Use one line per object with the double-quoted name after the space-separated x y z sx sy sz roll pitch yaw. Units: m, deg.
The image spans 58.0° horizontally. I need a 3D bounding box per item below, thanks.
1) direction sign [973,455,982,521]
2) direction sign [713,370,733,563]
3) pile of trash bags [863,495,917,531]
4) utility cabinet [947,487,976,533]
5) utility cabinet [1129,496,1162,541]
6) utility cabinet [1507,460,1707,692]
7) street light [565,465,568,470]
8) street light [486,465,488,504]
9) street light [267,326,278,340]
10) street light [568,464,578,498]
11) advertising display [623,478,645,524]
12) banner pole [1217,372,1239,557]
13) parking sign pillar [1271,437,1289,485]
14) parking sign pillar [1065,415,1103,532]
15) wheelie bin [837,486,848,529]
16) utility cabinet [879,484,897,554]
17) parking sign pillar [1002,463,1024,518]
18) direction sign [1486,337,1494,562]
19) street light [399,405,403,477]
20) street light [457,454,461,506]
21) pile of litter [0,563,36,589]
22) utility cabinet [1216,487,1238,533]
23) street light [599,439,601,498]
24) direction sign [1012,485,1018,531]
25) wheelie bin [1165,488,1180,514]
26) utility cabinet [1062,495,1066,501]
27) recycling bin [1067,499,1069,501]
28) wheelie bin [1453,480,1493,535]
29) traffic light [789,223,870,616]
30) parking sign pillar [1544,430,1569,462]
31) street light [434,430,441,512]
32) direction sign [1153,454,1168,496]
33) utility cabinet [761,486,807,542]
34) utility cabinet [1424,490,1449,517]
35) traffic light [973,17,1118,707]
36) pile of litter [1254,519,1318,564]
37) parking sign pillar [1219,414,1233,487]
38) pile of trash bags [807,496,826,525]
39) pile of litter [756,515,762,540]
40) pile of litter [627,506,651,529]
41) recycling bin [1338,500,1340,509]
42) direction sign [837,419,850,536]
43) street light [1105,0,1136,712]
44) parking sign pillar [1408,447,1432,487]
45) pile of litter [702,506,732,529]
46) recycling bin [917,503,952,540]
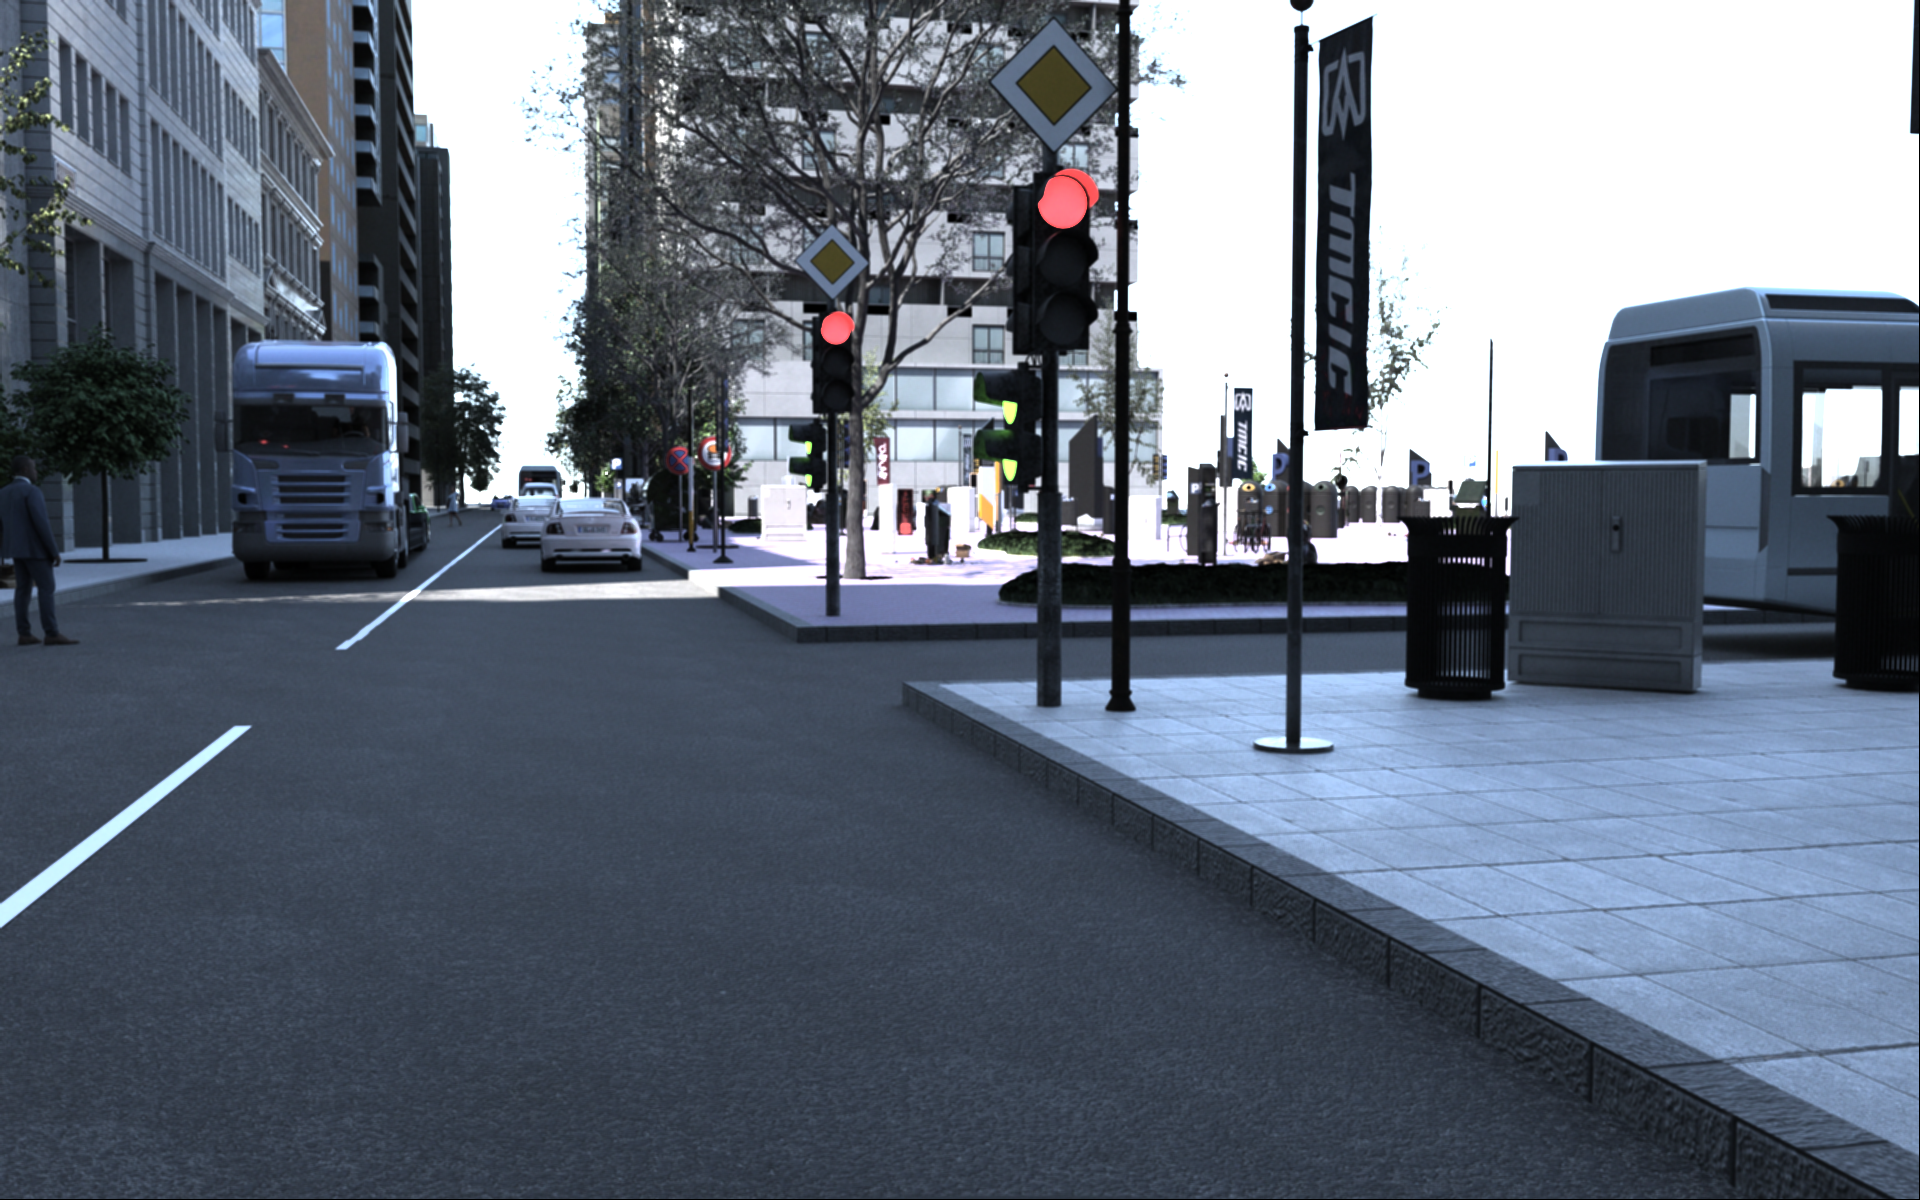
1.030 -5.546 82.679 0.876 3.537 0.379 1 4 22 "direction sign"
-4.417 -2.459 32.200 0.379 3.537 0.876 0 4 6 "direction sign"
-2.457 -3.134 60.991 3.447 1.369 1.912 -3 4 -38 "pile of trash bags"
0.039 -2.963 57.120 0.318 1.500 1.173 -3 4 -36 "utility cabinet"
5.122 -2.259 48.093 0.306 1.237 1.020 -3 5 -43 "utility cabinet"
4.265 -0.170 11.458 1.173 1.500 0.318 2 4 33 "utility cabinet"
-48.393 -14.782 214.475 0.468 5.910 1.993 -1 4 -14 "street light"
-64.333 -16.061 235.378 0.468 5.910 1.993 -1 4 -14 "street light"
-18.892 -4.586 47.774 0.468 5.910 1.993 -1 4 -14 "street light"
-40.751 -12.841 182.744 0.468 5.910 1.993 -1 4 -14 "street light"
-12.752 -3.827 67.788 0.123 1.923 0.974 3 5 42 "advertising display"
5.672 -2.791 35.644 0.863 3.779 0.401 -1 4 -19 "banner pole"
15.267 -5.710 81.823 1.447 3.967 1.447 -2 4 -26 "parking sign pillar"
4.319 -4.339 59.412 1.447 3.967 1.447 -3 4 -38 "parking sign pillar"
-4.461 -3.441 64.168 0.693 1.594 0.980 -2 4 -23 "wheelie bin"
-1.561 -1.747 37.248 0.318 1.500 1.173 0 4 2 "utility cabinet"
2.869 -6.464 94.161 1.447 3.967 1.447 -3 5 -42 "parking sign pillar"
7.797 -2.049 25.506 0.379 3.537 0.876 1 4 19 "direction sign"
-29.168 -7.196 90.436 0.468 5.910 1.993 -1 4 -14 "street light"
-44.711 -11.112 154.473 0.468 5.910 1.993 -1 4 -14 "street light"
-13.296 -0.618 24.067 1.176 0.858 1.719 0 4 -7 "pile of litter"
8.598 -2.964 57.137 1.173 1.500 0.318 1 4 21 "utility cabinet"
-21.168 -7.887 101.746 0.468 5.910 1.993 -1 4 -14 "street light"
1.859 -4.082 58.734 0.379 3.537 0.876 -2 4 -24 "direction sign"
10.456 -4.725 85.158 0.693 1.594 0.980 1 4 13 "wheelie bin"
4.720 -4.417 83.373 0.306 1.237 1.020 2 4 35 "utility cabinet"
5.390 -4.508 86.261 0.722 1.027 0.722 -3 4 -39 "recycling bin"
11.695 -1.932 39.504 0.980 1.594 0.693 3 5 45 "wheelie bin"
-1.357 -1.787 18.146 0.839 4.253 0.868 -1 4 -14 "traffic light"
25.322 -5.202 73.519 1.447 3.967 1.447 -3 4 -38 "parking sign pillar"
-37.012 -9.172 122.756 0.468 5.910 1.993 -1 4 -14 "street light"
11.412 -6.526 98.701 0.876 3.537 0.379 0 4 -6 "direction sign"
-4.694 -2.298 46.248 1.173 1.500 0.318 -1 4 -13 "utility cabinet"
23.271 -4.644 84.613 1.173 1.500 0.318 1 4 20 "utility cabinet"
0.521 -1.313 10.384 0.839 4.253 0.868 -1 4 -14 "traffic light"
5.615 -0.979 29.972 1.176 0.858 1.719 3 4 38 "pile of litter"
9.099 -4.324 59.163 1.447 3.967 1.447 1 4 12 "parking sign pillar"
-6.234 -3.870 73.032 3.447 1.369 1.912 -2 4 -24 "pile of trash bags"
-5.127 -2.122 48.654 1.176 0.858 1.719 -1 4 -13 "pile of litter"
-11.958 -3.060 64.000 1.176 0.858 1.719 -1 4 -18 "pile of litter"
17.016 -4.086 79.364 0.722 1.027 0.722 -2 4 -34 "recycling bin"
-3.595 -3.710 52.656 0.379 3.537 0.876 3 5 41 "direction sign"
0.954 -2.283 10.115 0.468 5.910 1.993 -1 4 -14 "street light"
26.564 -6.820 99.973 1.447 3.967 1.447 0 4 -8 "parking sign pillar"
-8.876 -3.070 64.161 1.176 0.858 1.719 3 5 41 "pile of litter"
-0.723 -2.209 48.663 0.722 1.027 0.722 3 5 43 "recycling bin"
